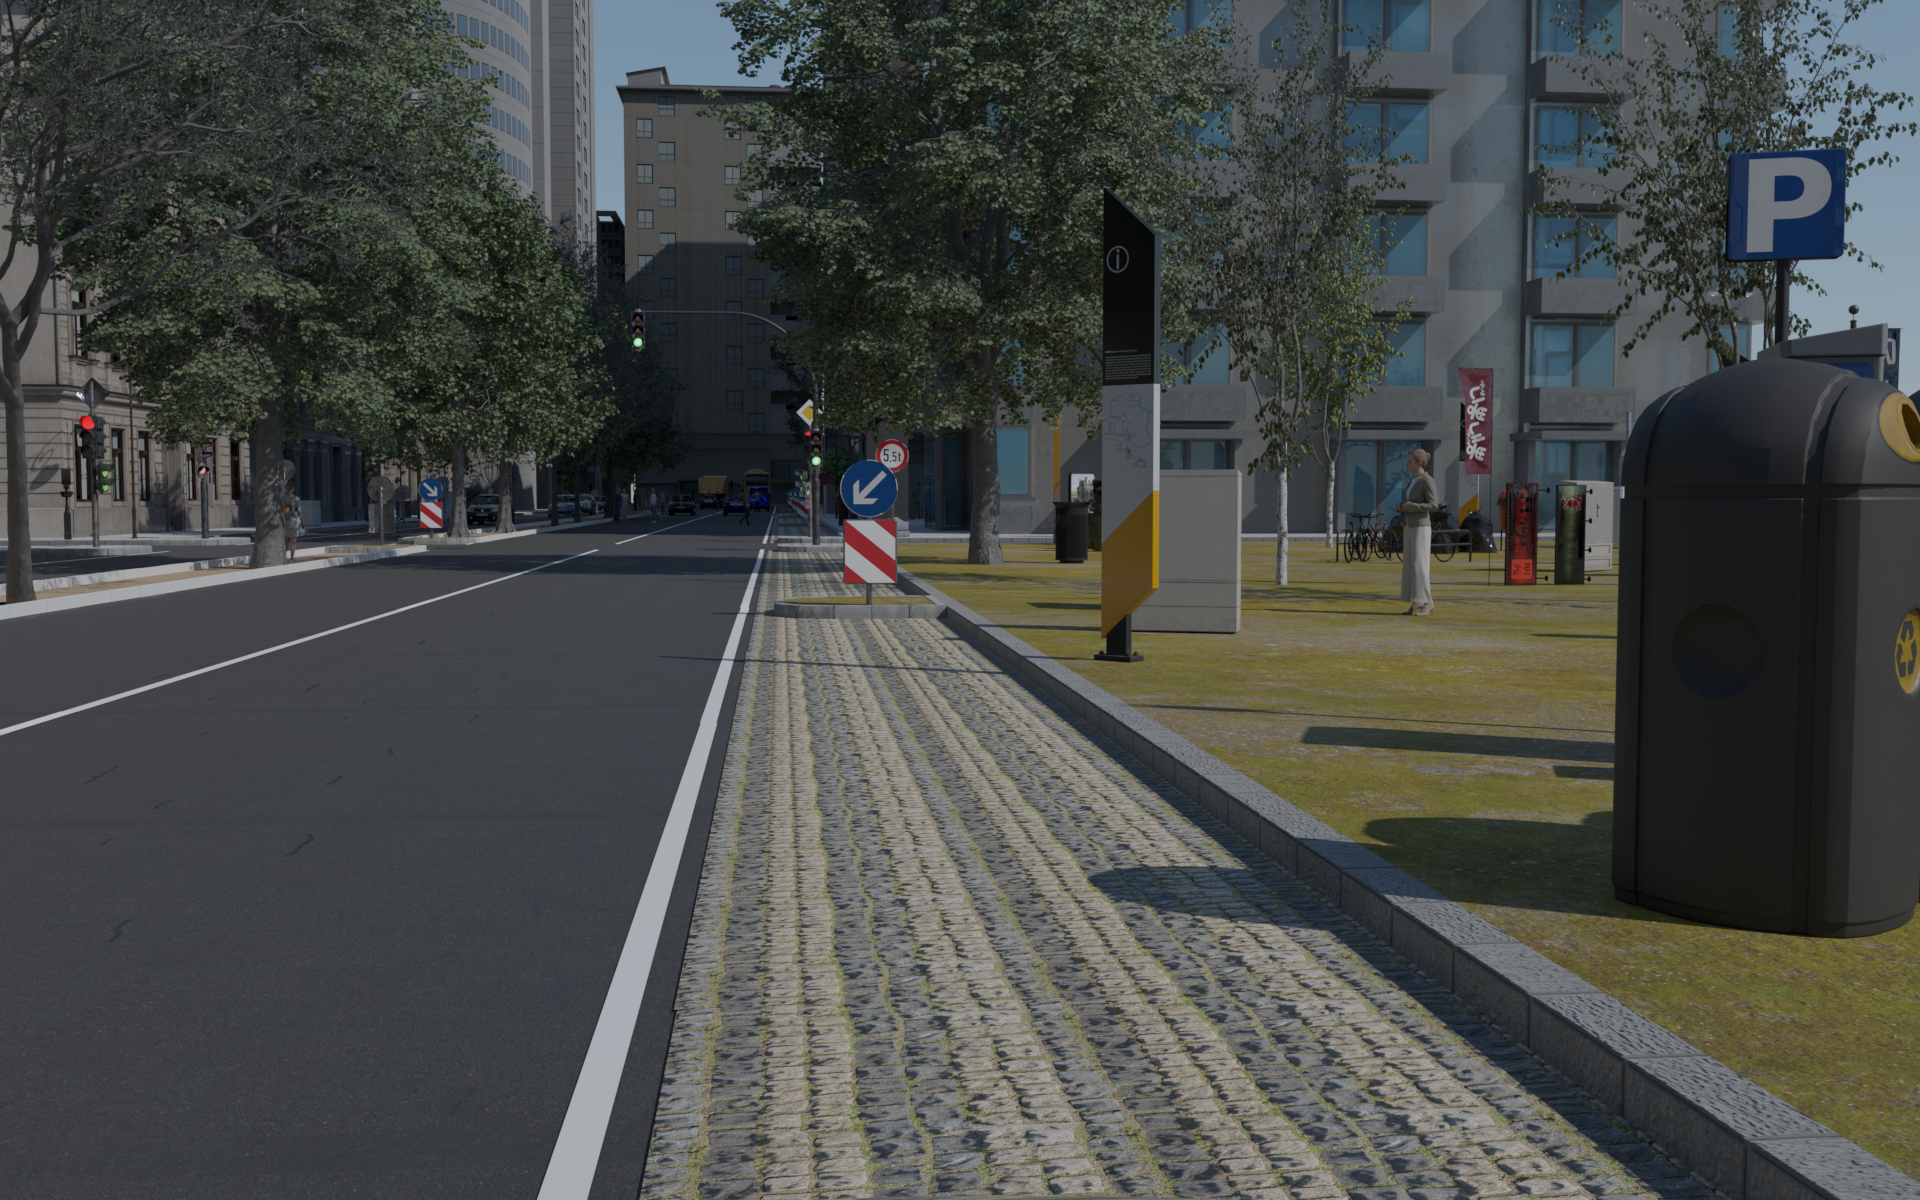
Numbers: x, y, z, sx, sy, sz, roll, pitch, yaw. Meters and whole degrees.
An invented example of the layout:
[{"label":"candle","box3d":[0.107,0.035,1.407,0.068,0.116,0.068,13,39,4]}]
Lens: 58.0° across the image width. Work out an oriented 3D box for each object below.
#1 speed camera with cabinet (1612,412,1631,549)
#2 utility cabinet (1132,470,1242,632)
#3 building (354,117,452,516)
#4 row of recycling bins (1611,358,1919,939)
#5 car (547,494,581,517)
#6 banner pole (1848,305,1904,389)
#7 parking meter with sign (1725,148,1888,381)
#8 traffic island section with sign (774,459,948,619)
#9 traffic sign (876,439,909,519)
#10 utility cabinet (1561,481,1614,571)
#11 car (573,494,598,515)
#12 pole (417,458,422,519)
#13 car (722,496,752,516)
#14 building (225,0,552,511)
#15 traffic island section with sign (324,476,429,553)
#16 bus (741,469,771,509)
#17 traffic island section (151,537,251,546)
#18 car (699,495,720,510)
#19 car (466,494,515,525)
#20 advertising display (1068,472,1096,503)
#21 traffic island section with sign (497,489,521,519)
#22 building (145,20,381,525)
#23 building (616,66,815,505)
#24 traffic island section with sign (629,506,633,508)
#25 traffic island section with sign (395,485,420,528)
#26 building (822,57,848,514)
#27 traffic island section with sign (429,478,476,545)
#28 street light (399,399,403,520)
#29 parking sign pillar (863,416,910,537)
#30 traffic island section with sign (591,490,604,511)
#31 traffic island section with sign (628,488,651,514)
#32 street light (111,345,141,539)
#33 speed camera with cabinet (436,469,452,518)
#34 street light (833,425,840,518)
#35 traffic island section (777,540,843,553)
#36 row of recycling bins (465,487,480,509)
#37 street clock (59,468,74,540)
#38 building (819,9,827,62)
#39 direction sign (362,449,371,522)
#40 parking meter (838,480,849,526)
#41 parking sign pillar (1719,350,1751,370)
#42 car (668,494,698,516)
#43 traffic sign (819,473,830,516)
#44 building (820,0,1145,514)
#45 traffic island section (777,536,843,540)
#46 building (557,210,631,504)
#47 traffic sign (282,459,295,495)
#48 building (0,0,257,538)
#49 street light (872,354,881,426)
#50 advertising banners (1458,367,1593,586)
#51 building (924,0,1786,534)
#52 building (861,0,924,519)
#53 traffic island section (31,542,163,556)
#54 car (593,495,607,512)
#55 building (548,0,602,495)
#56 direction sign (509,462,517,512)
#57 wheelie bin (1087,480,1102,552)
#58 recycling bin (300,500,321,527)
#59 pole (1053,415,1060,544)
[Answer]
[{"label":"speed camera with cabinet","box3d":[15.845,-2.869,41.249,0.660,3.252,2.038,3,5,40]},{"label":"utility cabinet","box3d":[2.003,-0.452,16.071,1.173,1.500,0.318,1,4,16]},{"label":"building","box3d":[-38.914,-17.412,103.768,14.460,24.649,34.723,0,4,-6]},{"label":"row of recycling bins","box3d":[3.803,0.086,5.703,3.534,1.692,1.069,-1,4,-12]},{"label":"car","box3d":[-24.742,-5.898,108.432,2.014,1.417,4.499,0,4,-8]},{"label":"banner pole","box3d":[12.051,-2.018,23.013,0.863,3.779,0.401,0,4,0]},{"label":"parking meter with sign","box3d":[3.988,-0.725,8.110,0.543,3.016,1.738,1,4,15]},{"label":"traffic island section with sign","box3d":[-1.226,-0.737,20.671,1.989,1.847,2.006,0,4,-6]},{"label":"traffic sign","box3d":[-1.581,-2.463,40.378,0.768,2.556,0.104,0,4,-3]},{"label":"utility cabinet","box3d":[10.381,-1.223,28.667,1.173,1.500,0.318,-3,5,-41]},{"label":"car","box3d":[-25.721,-6.481,117.765,2.131,1.459,4.920,0,4,-6]},{"label":"pole","box3d":[-27.656,-5.792,88.546,0.158,3.312,0.155,0,3,0]},{"label":"car","box3d":[-14.705,-6.202,113.989,1.945,1.354,3.894,0,4,-6]},{"label":"building","box3d":[-44.685,-36.333,136.048,21.231,58.520,28.212,0,4,-6]},{"label":"traffic island section with sign","box3d":[-14.398,-2.112,42.675,2.006,1.907,1.989,0,4,-6]},{"label":"bus","box3d":[-20.215,-11.043,172.103,2.896,3.916,12.252,0,4,-7]},{"label":"traffic island section","box3d":[-21.676,-1.678,49.713,2.009,0.180,2.903,0,4,-6]},{"label":"car","box3d":[-23.321,-9.080,161.034,1.945,1.354,3.894,0,4,-7]},{"label":"car","box3d":[-22.185,-4.407,81.842,2.009,1.686,4.222,0,4,-4]},{"label":"advertising display","box3d":[3.641,-2.846,51.753,0.974,1.923,0.123,-3,4,-36]},{"label":"traffic island section with sign","box3d":[-26.709,-5.657,101.125,1.989,1.847,2.006,0,4,-6]},{"label":"building","box3d":[-32.996,-13.990,77.887,9.793,20.994,18.267,0,4,-6]},{"label":"building","box3d":[-28.814,-38.780,223.291,27.495,52.752,28.713,0,4,-6]},{"label":"traffic island section with sign","box3d":[-34.755,-10.381,178.352,1.989,1.847,2.006,0,4,-6]},{"label":"traffic island section with sign","box3d":[-23.906,-4.015,74.277,1.989,1.847,2.006,0,4,-6]},{"label":"building","box3d":[-2.343,-21.191,118.178,14.160,30.474,14.107,0,4,-6]},{"label":"traffic island section with sign","box3d":[-15.156,-2.563,50.043,2.006,1.907,1.989,0,4,-6]},{"label":"street light","box3d":[-27.365,-6.845,84.696,0.468,5.910,1.993,0,4,-6]},{"label":"parking sign pillar","box3d":[-2.224,-3.874,51.804,1.447,3.967,1.447,-1,4,-18]},{"label":"traffic island section with sign","box3d":[-31.956,-8.741,151.542,1.989,1.847,2.006,0,4,-6]},{"label":"traffic island section with sign","box3d":[-22.949,-7.134,124.778,2.006,1.907,1.989,0,4,-6]},{"label":"street light","box3d":[-23.724,-4.699,49.611,0.468,5.910,1.993,0,4,-6]},{"label":"speed camera with cabinet","box3d":[-28.013,-6.106,94.174,0.660,3.252,2.038,0,4,-2]},{"label":"street light","box3d":[-6.494,-7.227,90.948,0.468,5.910,1.993,0,4,-6]},{"label":"traffic island section","box3d":[-3.600,-1.301,43.555,2.009,0.180,2.903,0,4,-6]},{"label":"row of recycling bins","box3d":[-29.944,-6.028,105.678,1.069,1.692,3.534,0,4,-7]},{"label":"street clock","box3d":[-25.032,-2.689,48.539,0.358,2.002,0.471,-2,4,-29]},{"label":"building","box3d":[-0.679,-36.628,188.112,28.713,52.752,27.495,0,4,-6]},{"label":"direction sign","box3d":[-27.037,-5.333,79.196,0.379,3.537,0.876,1,4,15]},{"label":"parking meter","box3d":[-4.729,-3.962,70.497,0.399,1.863,0.255,-3,4,-35]},{"label":"parking sign pillar","box3d":[13.959,-2.566,30.423,1.447,3.967,1.447,3,4,38]},{"label":"car","box3d":[-18.677,-6.522,116.421,2.009,1.686,4.222,0,4,-6]},{"label":"traffic sign","box3d":[-8.123,-6.306,103.217,0.768,2.556,0.104,0,4,0]},{"label":"building","box3d":[0.282,-32.126,144.870,23.786,49.044,30.456,0,4,-6]},{"label":"traffic island section","box3d":[-4.427,-1.787,51.497,2.009,0.180,2.903,0,4,-6]},{"label":"building","box3d":[-54.551,-32.440,222.273,23.993,40.220,32.217,0,4,-6]},{"label":"traffic sign","box3d":[-24.838,-3.890,63.712,0.768,2.556,0.104,0,4,-2]},{"label":"building","box3d":[-31.633,-11.856,58.469,10.561,19.102,19.286,0,4,-6]},{"label":"street light","box3d":[-2.797,-5.087,55.967,0.468,5.910,1.993,0,4,-6]},{"label":"advertising banners","box3d":[7.889,-1.713,24.199,2.074,3.025,0.090,-1,4,-12]},{"label":"building","box3d":[12.545,-27.224,64.727,30.456,49.044,23.786,0,4,-6]},{"label":"building","box3d":[1.263,-19.857,96.367,14.160,30.474,14.107,0,4,-6]},{"label":"traffic island section","box3d":[-20.849,-1.192,41.770,2.009,0.180,2.903,0,4,-6]},{"label":"car","box3d":[-27.524,-7.298,131.902,1.945,1.354,3.894,0,4,-4]},{"label":"building","box3d":[-50.532,-45.762,186.468,20.611,71.187,20.563,0,4,-6]},{"label":"direction sign","box3d":[-31.837,-8.031,123.302,0.876,3.537,0.379,3,5,41]},{"label":"wheelie bin","box3d":[3.322,-1.882,38.673,0.980,1.594,0.693,0,4,5]},{"label":"recycling bin","box3d":[-25.785,-3.426,68.564,0.722,1.027,0.722,0,4,2]},{"label":"pole","box3d":[2.500,-3.121,44.872,0.158,3.312,0.155,0,3,0]}]
